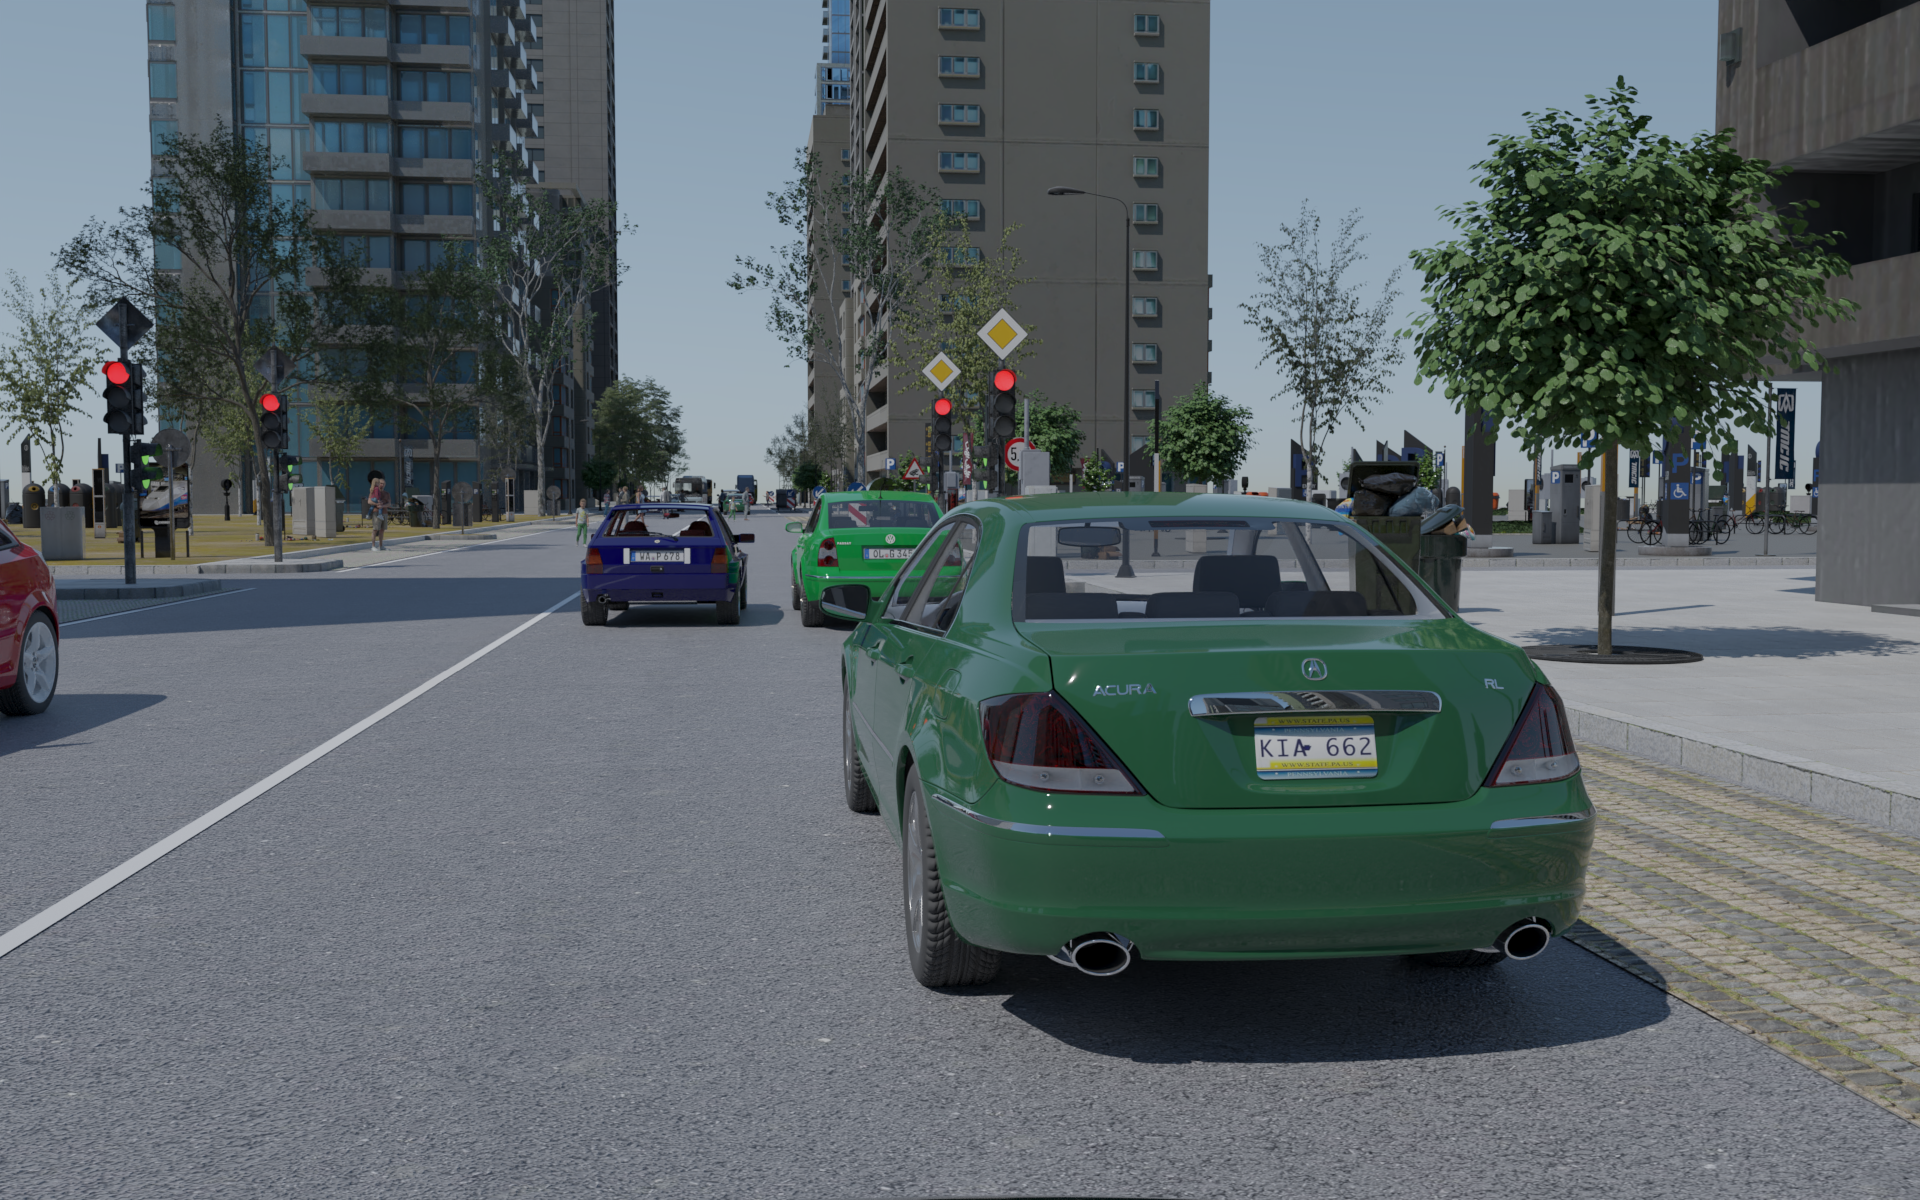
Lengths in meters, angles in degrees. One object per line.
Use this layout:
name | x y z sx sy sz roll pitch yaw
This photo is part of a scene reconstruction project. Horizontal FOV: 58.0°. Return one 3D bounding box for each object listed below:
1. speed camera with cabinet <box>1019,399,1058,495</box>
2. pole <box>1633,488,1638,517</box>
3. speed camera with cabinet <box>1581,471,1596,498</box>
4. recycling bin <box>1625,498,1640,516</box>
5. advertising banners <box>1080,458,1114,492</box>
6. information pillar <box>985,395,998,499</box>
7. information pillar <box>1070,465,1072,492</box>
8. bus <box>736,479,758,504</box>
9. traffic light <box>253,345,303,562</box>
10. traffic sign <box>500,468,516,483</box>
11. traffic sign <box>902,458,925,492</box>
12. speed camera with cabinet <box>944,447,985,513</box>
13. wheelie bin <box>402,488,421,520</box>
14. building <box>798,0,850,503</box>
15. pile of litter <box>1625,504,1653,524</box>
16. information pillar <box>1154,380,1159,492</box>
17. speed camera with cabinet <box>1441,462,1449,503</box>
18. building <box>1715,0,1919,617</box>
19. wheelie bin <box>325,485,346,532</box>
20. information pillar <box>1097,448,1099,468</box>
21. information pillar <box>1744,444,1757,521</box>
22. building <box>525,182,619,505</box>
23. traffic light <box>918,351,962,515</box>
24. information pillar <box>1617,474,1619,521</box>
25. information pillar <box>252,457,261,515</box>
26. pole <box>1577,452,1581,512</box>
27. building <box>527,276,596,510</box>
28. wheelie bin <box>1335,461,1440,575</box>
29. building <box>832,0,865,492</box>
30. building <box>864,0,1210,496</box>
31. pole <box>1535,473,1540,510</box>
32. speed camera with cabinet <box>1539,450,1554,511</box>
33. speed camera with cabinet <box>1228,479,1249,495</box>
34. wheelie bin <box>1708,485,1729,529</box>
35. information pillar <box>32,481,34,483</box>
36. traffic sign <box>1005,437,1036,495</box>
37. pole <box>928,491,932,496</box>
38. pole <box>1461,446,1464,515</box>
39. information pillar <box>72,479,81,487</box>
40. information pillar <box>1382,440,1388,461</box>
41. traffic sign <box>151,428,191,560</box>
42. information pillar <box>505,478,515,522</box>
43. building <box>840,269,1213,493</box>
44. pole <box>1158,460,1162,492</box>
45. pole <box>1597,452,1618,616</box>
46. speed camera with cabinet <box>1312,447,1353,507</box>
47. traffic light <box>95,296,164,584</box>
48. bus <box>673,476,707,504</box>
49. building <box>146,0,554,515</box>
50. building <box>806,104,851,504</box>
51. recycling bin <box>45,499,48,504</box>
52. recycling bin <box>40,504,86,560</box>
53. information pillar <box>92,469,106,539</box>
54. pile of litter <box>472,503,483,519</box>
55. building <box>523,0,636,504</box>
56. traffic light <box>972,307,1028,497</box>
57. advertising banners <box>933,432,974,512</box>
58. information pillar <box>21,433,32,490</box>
speed camera with cabinet | 1.612 -2.513 35.431 0.660 3.252 2.038 0 4 -3
pole | 34.891 -5.842 89.360 0.158 3.312 0.155 0 3 0
speed camera with cabinet | 33.173 -6.055 93.337 2.038 3.252 0.660 3 5 41
recycling bin | 39.168 -5.408 100.969 0.722 1.027 0.722 -3 5 -44
advertising banners | 6.805 -5.343 83.547 2.074 3.025 0.090 0 4 -1
information pillar | 0.788 -3.035 40.977 0.504 3.616 0.183 -3 5 -39
information pillar | 4.709 -5.020 73.430 0.183 3.616 0.504 0 4 1
bus | -31.032 -15.966 252.587 2.896 3.916 12.252 -1 4 -9
traffic light | -12.848 -2.670 32.583 0.839 4.253 0.868 0 4 -7
traffic sign | -21.782 -5.100 83.499 0.768 2.556 0.104 0 4 -3
traffic sign | -1.612 -3.772 61.677 0.884 2.594 0.081 0 4 1
speed camera with cabinet | 0.236 -4.777 72.442 2.038 3.252 0.660 -1 4 -15
wheelie bin | -26.732 -4.683 84.468 0.980 1.594 0.693 -3 4 -36
building | -12.103 -57.451 251.995 22.319 86.520 31.000 0 4 -7
pile of litter | 28.941 -3.668 73.938 1.719 0.858 1.176 -2 4 -35
information pillar | 4.027 -2.699 35.491 0.183 3.616 0.504 0 4 6
speed camera with cabinet | 30.116 -6.962 108.167 0.660 3.252 2.038 1 4 12
building | 15.870 -15.036 17.534 14.160 30.474 14.107 0 4 -7
wheelie bin | -21.212 -3.090 58.423 0.693 1.594 0.980 1 4 13
information pillar | 6.965 -5.879 87.476 0.183 3.616 0.504 1 4 8
information pillar | 37.038 -5.488 81.079 0.183 3.616 0.504 -2 4 -26
building | -56.115 -31.217 202.278 32.217 40.220 23.993 0 4 -7
traffic light | -0.387 -2.767 34.167 0.839 4.253 0.868 0 4 -7
information pillar | 24.290 -3.667 64.452 0.304 2.012 0.304 0 4 4
information pillar | -42.389 -6.915 104.408 0.504 3.616 0.183 -3 5 -40
pole | 30.043 -5.520 84.091 0.158 3.312 0.155 0 3 0
building | -47.052 -18.670 150.293 27.650 21.520 28.899 0 4 -7
wheelie bin | 4.078 -0.528 16.539 0.980 1.594 0.693 0 4 5
building | -2.232 -44.852 171.579 20.563 71.187 20.611 0 4 -7
building | 4.653 -30.474 121.947 21.300 48.544 21.600 0 4 -7
pole | 23.937 -4.772 71.862 0.158 3.312 0.155 0 3 0
speed camera with cabinet | 26.027 -5.084 77.452 0.660 3.252 2.038 0 4 -1
speed camera with cabinet | 16.859 -6.790 105.345 0.660 3.252 2.038 -2 4 -23
wheelie bin | 27.496 -3.369 62.984 0.693 1.594 0.980 -3 5 -43
information pillar | -50.905 -5.534 94.971 0.304 2.012 0.304 -2 4 -29
traffic sign | 1.345 -2.375 38.935 0.768 2.556 0.104 0 4 2
pole | -1.021 -4.063 60.273 0.158 3.312 0.155 0 3 0
pole | 21.320 -4.860 73.310 0.158 3.312 0.155 0 3 0
information pillar | -43.548 -4.949 85.409 0.304 2.012 0.304 0 4 -8
information pillar | 18.469 -5.135 75.317 0.183 3.616 0.504 2 4 34
traffic sign | -15.279 -2.045 33.546 0.768 2.556 0.104 0 4 -3
information pillar | -20.845 -4.633 80.242 0.304 2.012 0.304 -2 4 -35
building | 4.326 -18.592 149.016 27.650 21.520 28.899 0 4 -7
pole | 7.195 -4.208 62.646 0.158 3.312 0.155 0 3 0
pole | 6.818 -1.489 18.181 0.158 3.312 0.155 0 3 0
speed camera with cabinet | 15.715 -4.790 72.650 2.038 3.252 0.660 3 5 40
traffic light | -11.848 -2.186 24.661 0.839 4.253 0.868 0 4 -7
bus | -26.014 -10.572 167.706 2.948 3.499 13.247 0 4 -6
building | -41.576 -30.622 120.286 23.786 49.044 30.456 0 4 -7
building | -7.720 -36.040 212.961 21.300 48.544 21.600 0 4 -7
recycling bin | -48.040 -4.793 90.927 0.722 1.027 0.722 1 4 13
recycling bin | -17.555 -1.306 33.909 0.722 1.027 0.722 -1 4 -22
information pillar | -24.848 -2.783 49.996 0.304 2.012 0.304 -1 4 -22
pile of litter | -25.695 -4.691 90.657 1.176 0.858 1.719 -3 5 -39
building | -52.876 -48.069 224.177 20.563 71.187 20.611 0 4 -7
traffic light | 0.613 -2.283 26.245 0.839 4.253 0.868 0 4 -7
advertising banners | -0.219 -3.266 49.580 0.090 3.025 2.074 -2 4 -35
information pillar | -36.068 -4.624 66.953 0.504 3.616 0.183 2 4 26
